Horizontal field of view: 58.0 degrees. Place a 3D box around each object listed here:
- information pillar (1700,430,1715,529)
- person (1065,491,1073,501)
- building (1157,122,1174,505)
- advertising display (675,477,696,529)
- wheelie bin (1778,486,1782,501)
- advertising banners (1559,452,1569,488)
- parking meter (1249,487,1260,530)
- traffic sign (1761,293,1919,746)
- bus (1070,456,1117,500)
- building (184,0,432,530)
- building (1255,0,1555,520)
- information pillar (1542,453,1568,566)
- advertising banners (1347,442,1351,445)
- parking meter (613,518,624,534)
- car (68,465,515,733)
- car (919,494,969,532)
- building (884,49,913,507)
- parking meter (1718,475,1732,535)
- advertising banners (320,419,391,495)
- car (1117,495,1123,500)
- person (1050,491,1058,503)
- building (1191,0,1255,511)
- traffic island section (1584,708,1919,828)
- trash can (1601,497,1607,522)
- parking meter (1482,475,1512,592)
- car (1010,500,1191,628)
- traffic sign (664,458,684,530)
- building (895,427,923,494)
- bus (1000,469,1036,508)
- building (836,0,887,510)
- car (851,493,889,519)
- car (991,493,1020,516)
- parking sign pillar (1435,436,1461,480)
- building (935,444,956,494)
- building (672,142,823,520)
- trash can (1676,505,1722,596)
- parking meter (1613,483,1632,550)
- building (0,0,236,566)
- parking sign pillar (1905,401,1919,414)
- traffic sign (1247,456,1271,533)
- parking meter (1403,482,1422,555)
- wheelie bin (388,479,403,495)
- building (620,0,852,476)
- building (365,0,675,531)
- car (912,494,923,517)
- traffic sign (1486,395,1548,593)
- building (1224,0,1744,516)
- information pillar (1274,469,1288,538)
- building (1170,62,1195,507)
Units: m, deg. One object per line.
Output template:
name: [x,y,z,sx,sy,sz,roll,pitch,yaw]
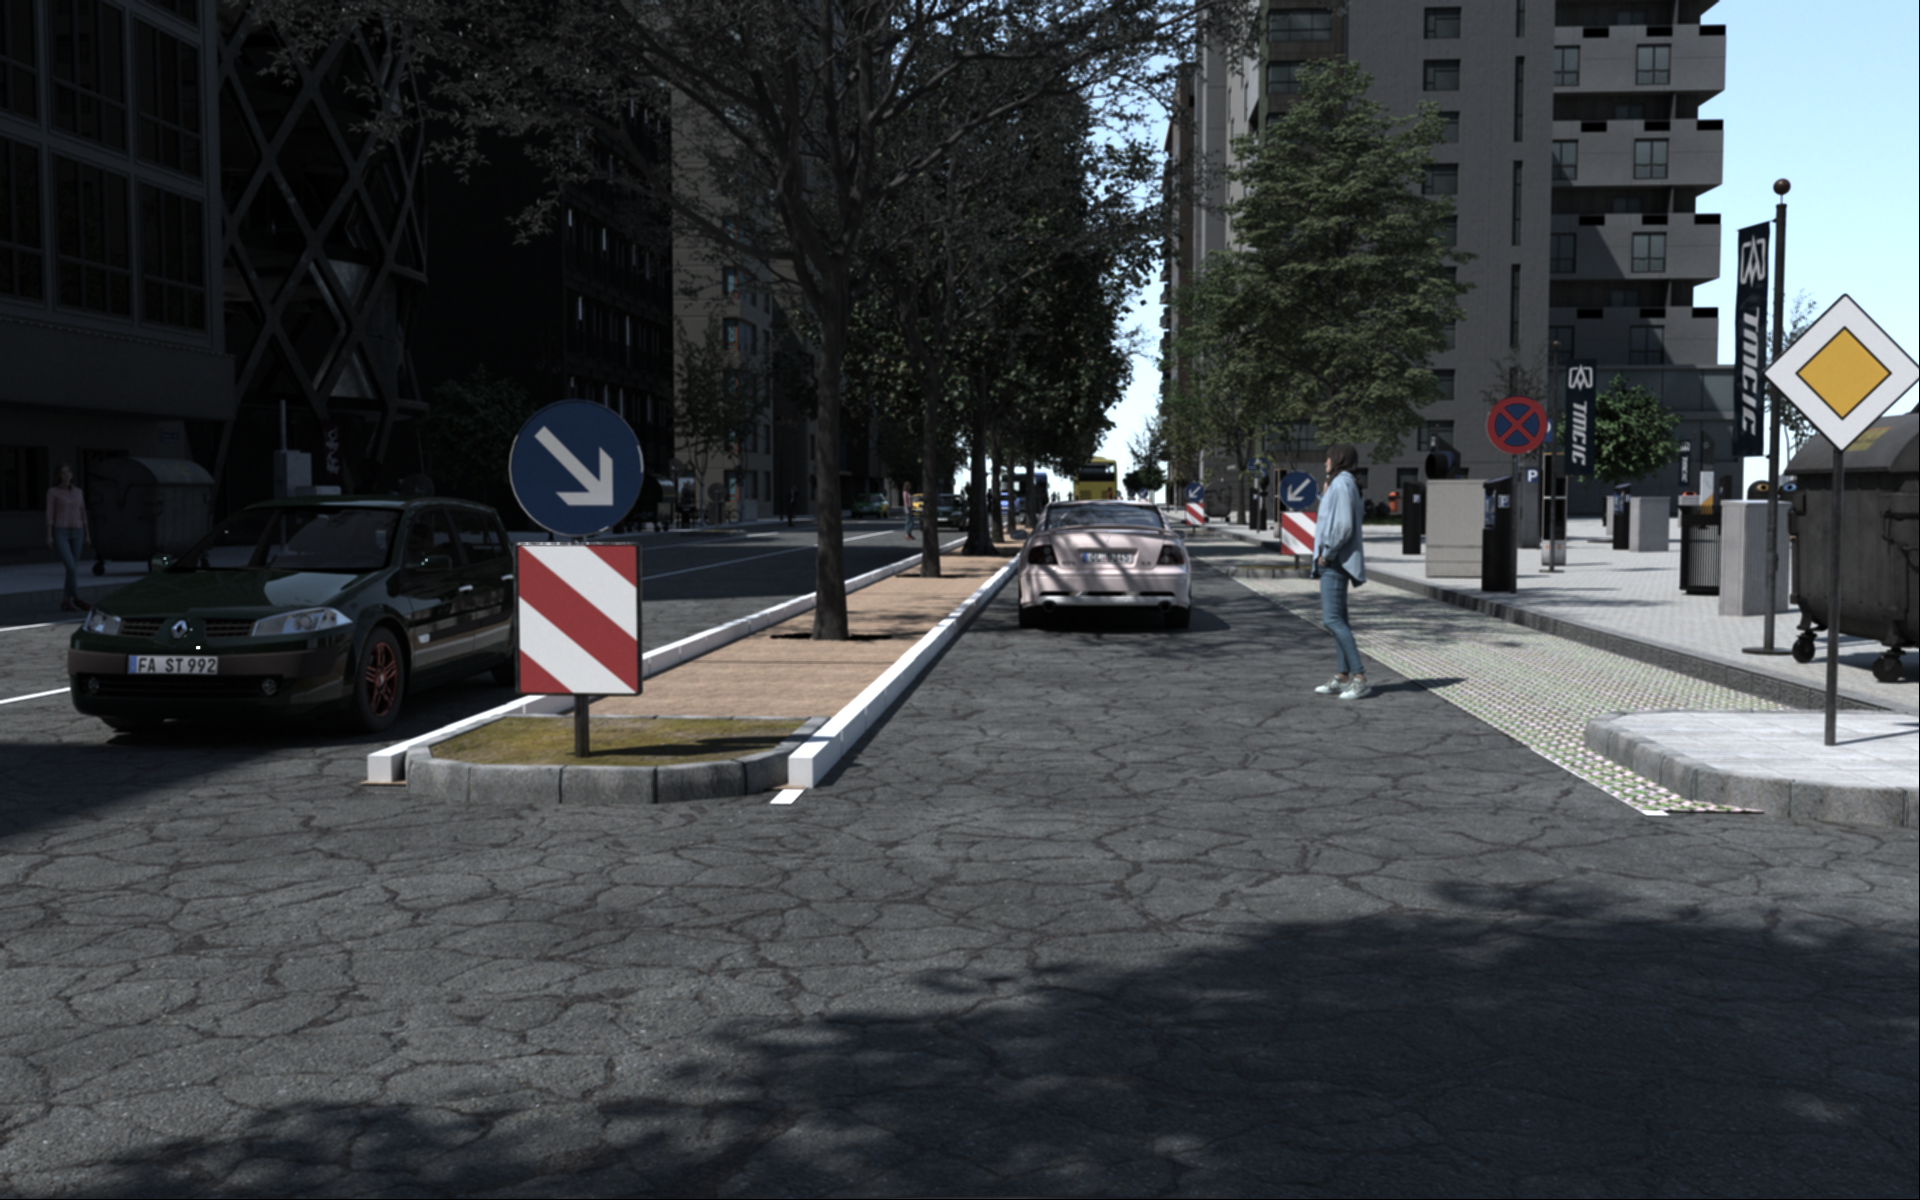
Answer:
information pillar: [27.203,-4.388,63.093,0.504,3.616,0.183,-1,4,-8]
person: [12.932,-11.895,202.993,1.348,1.822,0.705,-1,4,-10]
building: [34.423,-33.232,197.962,22.147,44.769,28.867,0,4,4]
advertising display: [-10.191,-3.614,64.295,0.123,1.923,0.974,2,4,34]
wheelie bin: [31.469,-3.538,65.755,0.980,1.594,0.693,0,4,6]
advertising banners: [24.180,-4.609,71.552,2.074,3.025,0.090,2,4,31]
parking meter: [10.610,-3.298,62.333,0.372,1.533,0.369,0,3,0]
traffic sign: [4.438,-0.314,8.777,0.795,2.450,0.064,0,4,4]
bus: [8.647,-7.371,112.068,2.896,3.916,12.252,0,4,3]
building: [-23.214,-10.885,45.419,16.820,18.784,16.811,0,4,4]
building: [22.738,-19.615,92.402,14.160,30.474,14.107,0,4,4]
information pillar: [10.643,-1.621,30.992,0.304,2.012,0.304,-1,4,-20]
advertising banners: [13.402,-3.845,59.058,0.090,3.025,2.074,2,4,25]
parking meter: [-11.022,-2.903,55.867,0.372,1.533,0.369,0,3,0]
car: [-4.189,-0.116,11.679,2.009,1.686,4.222,0,4,5]
car: [-0.531,-3.501,67.028,2.009,1.686,4.222,0,4,5]
building: [-15.617,-45.462,181.552,20.563,71.187,20.611,0,4,4]
parking meter: [23.838,-2.952,53.979,0.255,1.863,0.399,0,4,0]
advertising banners: [-13.905,-2.706,40.437,2.074,3.025,0.090,0,4,6]
car: [18.876,-12.203,209.745,2.015,1.641,3.980,0,4,3]
person: [9.324,-9.954,172.183,0.756,1.711,0.436,1,4,19]
building: [29.507,-36.575,140.007,21.231,58.520,28.212,0,4,4]
traffic island section: [4.462,0.821,8.853,2.009,0.180,2.903,0,4,4]
trash can: [28.765,-3.975,76.652,0.748,1.137,0.748,0,3,0]
parking meter: [7.071,-0.879,22.789,0.372,1.533,0.369,0,3,0]
car: [1.610,-0.466,19.978,2.083,1.381,4.827,0,4,3]
traffic sign: [-10.149,-3.750,61.411,0.768,2.556,0.104,1,4,11]
building: [-10.832,-33.624,199.856,14.600,45.320,14.200,0,4,4]
bus: [5.060,-9.415,148.789,2.948,3.499,13.247,0,4,4]
building: [-13.866,-30.512,148.988,14.600,45.320,14.200,0,4,4]
car: [-5.261,-5.661,101.357,1.959,1.807,4.718,0,4,5]
car: [3.078,-6.513,116.072,1.945,1.707,3.694,0,4,6]
parking sign pillar: [21.700,-5.442,77.447,1.447,3.967,1.447,-3,4,-37]
building: [-15.419,-23.118,223.014,27.650,21.520,28.899,0,4,4]
building: [-23.549,-15.644,100.816,27.650,21.520,28.899,0,4,4]
trash can: [9.508,-0.637,22.065,0.748,1.137,0.748,0,3,0]
parking meter: [15.295,-1.932,40.004,0.372,1.533,0.369,0,3,0]
building: [-22.812,-14.139,24.687,14.314,27.812,24.014,0,4,4]
parking sign pillar: [22.344,-3.176,40.395,1.447,3.967,1.447,-2,4,-33]
traffic sign: [9.790,-3.466,56.782,0.768,2.556,0.104,1,4,9]
parking meter: [9.608,-1.736,36.803,0.372,1.533,0.369,0,3,0]
wheelie bin: [-12.009,-1.818,37.635,0.693,1.594,0.980,1,4,20]
building: [-23.173,-32.987,128.570,28.713,52.752,27.495,0,4,4]
building: [-19.040,-14.510,66.910,12.332,23.373,15.834,0,4,4]
car: [-2.335,-5.916,106.956,2.015,1.641,3.980,0,4,4]
traffic sign: [7.165,-1.361,22.352,0.768,2.556,0.104,1,4,11]
building: [31.768,-31.966,111.888,28.713,52.752,27.495,0,4,4]
information pillar: [9.384,-2.822,50.632,0.304,2.012,0.304,-1,4,-13]
building: [28.876,-32.210,176.751,14.600,45.320,14.200,0,4,4]
